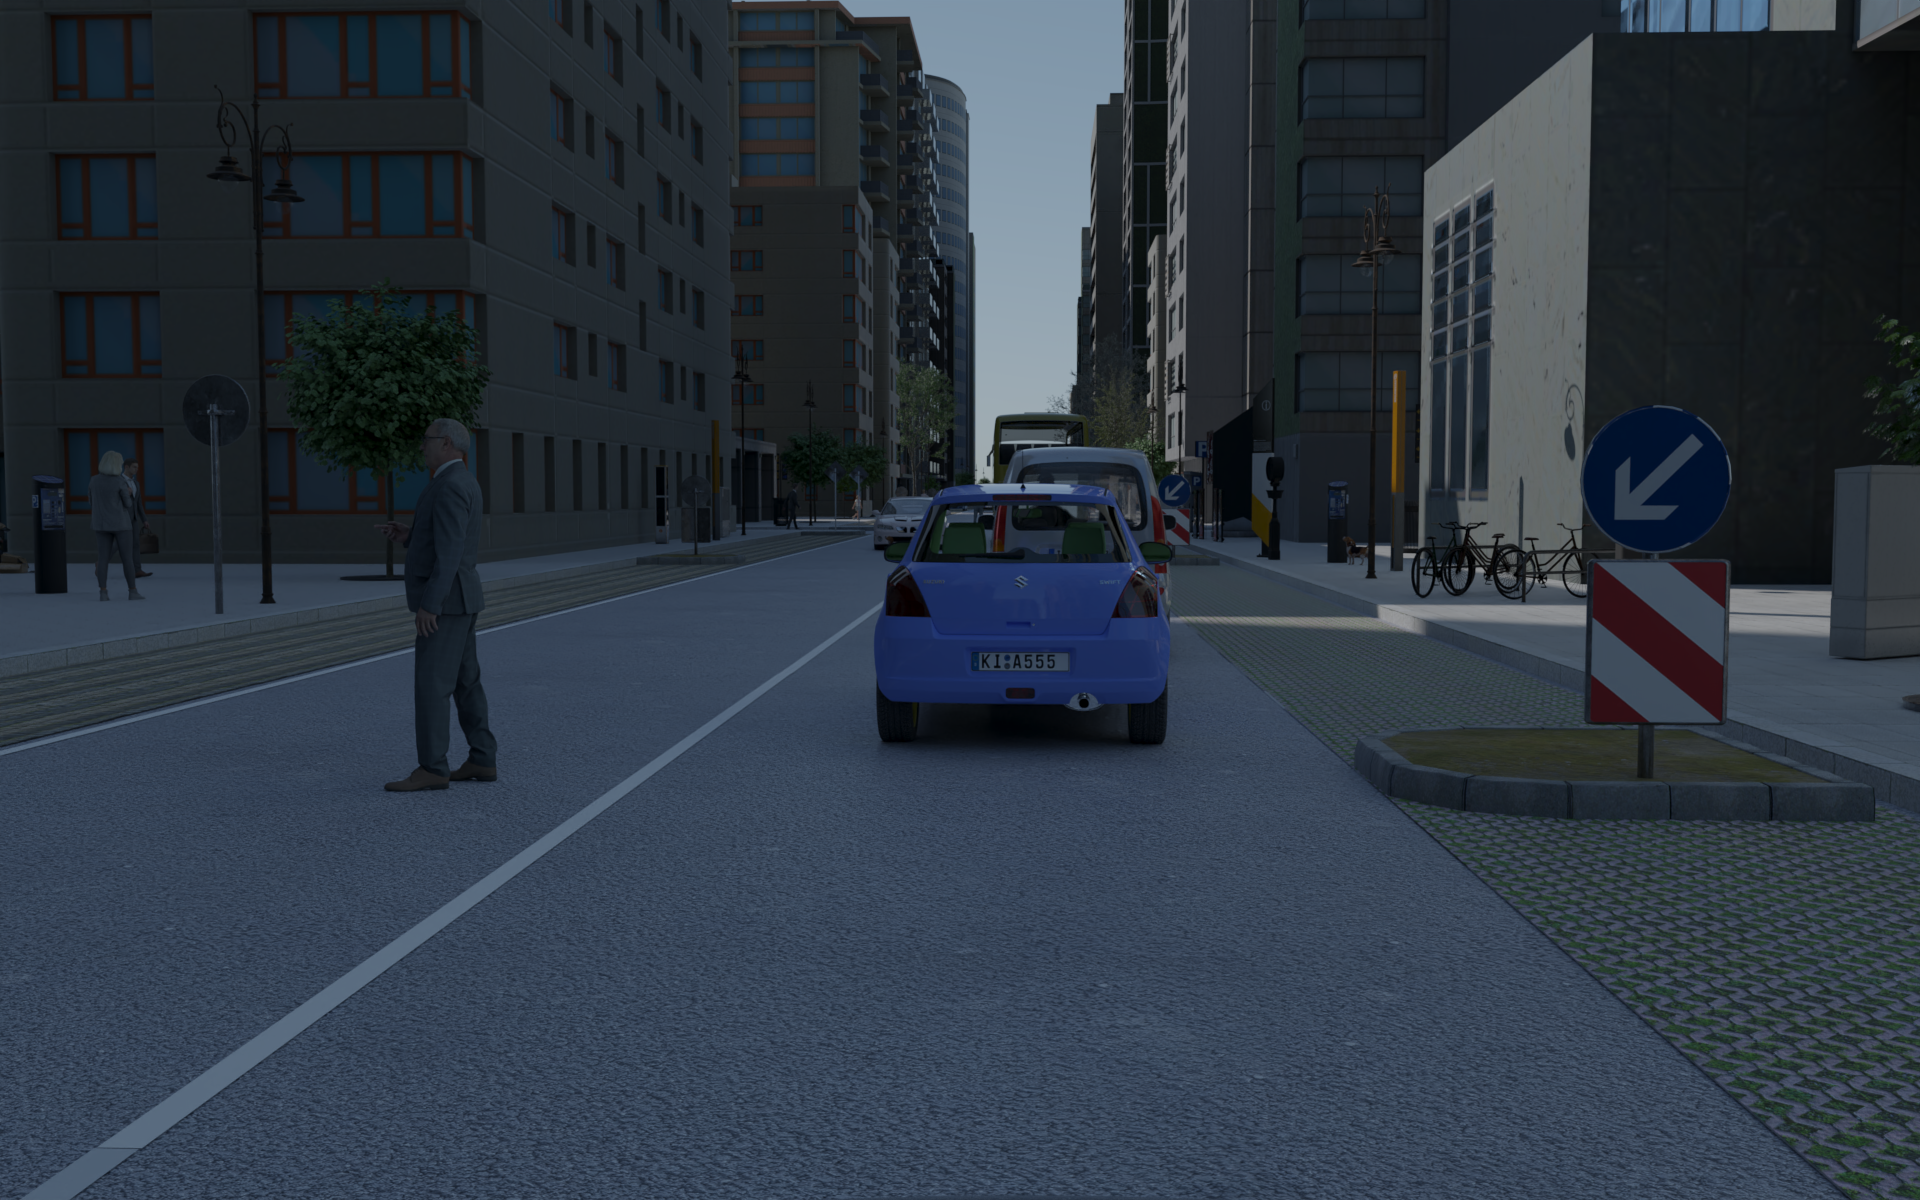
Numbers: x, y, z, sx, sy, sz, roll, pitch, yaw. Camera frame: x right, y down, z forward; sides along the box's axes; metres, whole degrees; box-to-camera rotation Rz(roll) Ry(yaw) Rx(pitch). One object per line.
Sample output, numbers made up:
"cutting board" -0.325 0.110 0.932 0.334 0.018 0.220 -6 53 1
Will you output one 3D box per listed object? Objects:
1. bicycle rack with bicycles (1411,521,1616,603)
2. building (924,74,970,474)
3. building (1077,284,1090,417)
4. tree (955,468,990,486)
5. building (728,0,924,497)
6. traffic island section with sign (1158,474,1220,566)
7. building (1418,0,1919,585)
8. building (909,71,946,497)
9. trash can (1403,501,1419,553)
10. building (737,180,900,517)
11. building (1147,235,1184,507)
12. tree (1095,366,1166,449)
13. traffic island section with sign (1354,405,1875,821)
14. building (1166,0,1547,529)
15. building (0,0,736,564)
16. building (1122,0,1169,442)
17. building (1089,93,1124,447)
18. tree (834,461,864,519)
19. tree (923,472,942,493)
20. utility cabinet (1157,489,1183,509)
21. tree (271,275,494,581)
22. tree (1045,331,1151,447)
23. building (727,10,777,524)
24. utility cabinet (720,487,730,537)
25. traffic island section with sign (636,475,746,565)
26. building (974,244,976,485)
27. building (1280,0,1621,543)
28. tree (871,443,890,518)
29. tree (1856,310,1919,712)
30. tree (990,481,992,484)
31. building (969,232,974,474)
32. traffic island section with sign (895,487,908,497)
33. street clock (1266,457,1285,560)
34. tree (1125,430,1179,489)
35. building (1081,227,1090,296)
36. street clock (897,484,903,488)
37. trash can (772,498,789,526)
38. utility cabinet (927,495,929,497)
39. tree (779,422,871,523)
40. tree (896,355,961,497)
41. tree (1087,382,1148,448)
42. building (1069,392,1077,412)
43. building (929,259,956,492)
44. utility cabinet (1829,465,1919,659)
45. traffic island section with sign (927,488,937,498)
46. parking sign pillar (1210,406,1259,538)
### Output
"bicycle rack with bicycles" 6.820 -0.510 21.715 2.925 0.926 2.852 -2 4 -27
"building" -9.753 -42.802 241.814 21.231 58.520 28.212 0 4 3
"building" 23.964 -29.394 252.292 14.160 30.474 14.107 0 4 3
"tree" 0.546 -14.493 220.680 4.285 4.588 4.351 0 3 0
"building" -14.837 -30.797 158.160 22.147 44.769 28.867 0 4 3
"traffic island section with sign" 4.216 -1.640 35.441 1.989 1.847 2.006 0 4 3
"building" 19.751 -43.048 16.501 22.319 86.520 31.000 0 4 3
"building" -13.832 -34.748 187.740 23.786 49.044 30.456 0 4 3
"trash can" 9.787 -1.588 37.612 0.748 1.137 0.748 0 3 0
"building" -18.864 -16.353 112.415 27.650 21.520 28.899 0 4 3
"building" 26.653 -16.178 109.543 27.650 21.520 28.899 0 4 3
"tree" 9.415 -9.039 98.143 4.360 8.622 3.978 0 3 0
"traffic island section with sign" 3.031 0.007 8.512 1.989 1.847 2.006 0 4 3
"building" 16.643 -24.040 76.654 14.086 41.232 14.154 0 4 3
"building" -22.690 -12.255 45.403 28.899 21.520 27.650 0 4 3
"building" 23.548 -44.090 159.129 20.563 71.187 20.611 0 4 3
"building" 26.426 -35.600 205.768 21.300 48.544 21.600 0 4 3
"tree" -6.016 -5.767 88.898 1.663 3.219 1.824 0 3 0
"tree" -2.366 -9.509 150.066 1.663 3.219 1.824 0 3 0
"utility cabinet" 8.430 -3.736 69.759 1.173 1.500 0.318 -2 4 -35
"tree" -8.662 -2.588 26.024 4.285 4.588 4.351 0 3 0
"tree" 11.618 -13.539 131.733 12.009 13.543 11.850 0 3 0
"building" -19.323 -39.140 78.194 20.563 71.187 20.611 0 4 3
"utility cabinet" -7.087 -2.620 51.515 0.318 1.500 1.173 0 4 3
"traffic island section with sign" -5.501 -1.662 35.797 1.989 1.847 2.006 0 4 3
"building" -4.513 -39.233 291.564 14.600 45.320 14.200 0 4 3
"building" 16.218 -22.460 50.823 14.154 41.232 14.086 0 4 3
"tree" -5.469 -6.808 95.023 4.285 4.588 4.351 0 3 0
"tree" 6.283 -0.950 10.128 1.663 3.219 1.824 0 3 0
"tree" 4.261 -19.571 303.698 4.285 4.588 4.351 0 3 0
"building" -5.090 -35.458 263.325 14.154 41.232 14.086 0 4 3
"traffic island section with sign" -3.051 -5.065 91.434 1.989 1.847 2.006 0 4 3
"street clock" 6.123 -1.781 33.692 0.358 2.002 0.471 -1 4 -9
"tree" 9.803 -6.476 89.602 4.285 4.588 4.351 0 3 0
"building" 25.484 -35.620 265.981 14.154 41.232 14.086 0 4 3
"street clock" -4.257 -7.237 122.887 0.358 2.002 0.471 -2 4 -31
"trash can" -7.125 -3.503 68.929 0.748 1.137 0.748 0 3 0
"utility cabinet" -2.424 -7.998 141.936 0.306 1.237 1.020 1 4 20
"tree" -6.565 -5.791 78.390 4.285 4.588 4.351 0 3 0
"tree" -3.528 -12.533 130.674 9.928 11.665 9.643 0 3 0
"tree" 10.379 -9.988 113.659 4.737 8.622 4.395 0 3 0
"building" 32.288 -27.080 287.799 27.650 21.520 28.899 0 4 3
"building" -7.890 -26.833 210.428 14.160 30.474 14.107 0 4 3
"utility cabinet" 7.358 -0.305 13.658 1.173 1.500 0.318 -2 4 -30
"traffic island section with sign" -1.855 -6.721 118.519 1.989 1.847 2.006 0 4 3
"parking sign pillar" 8.212 -3.861 51.606 1.447 3.967 1.447 1 4 18
